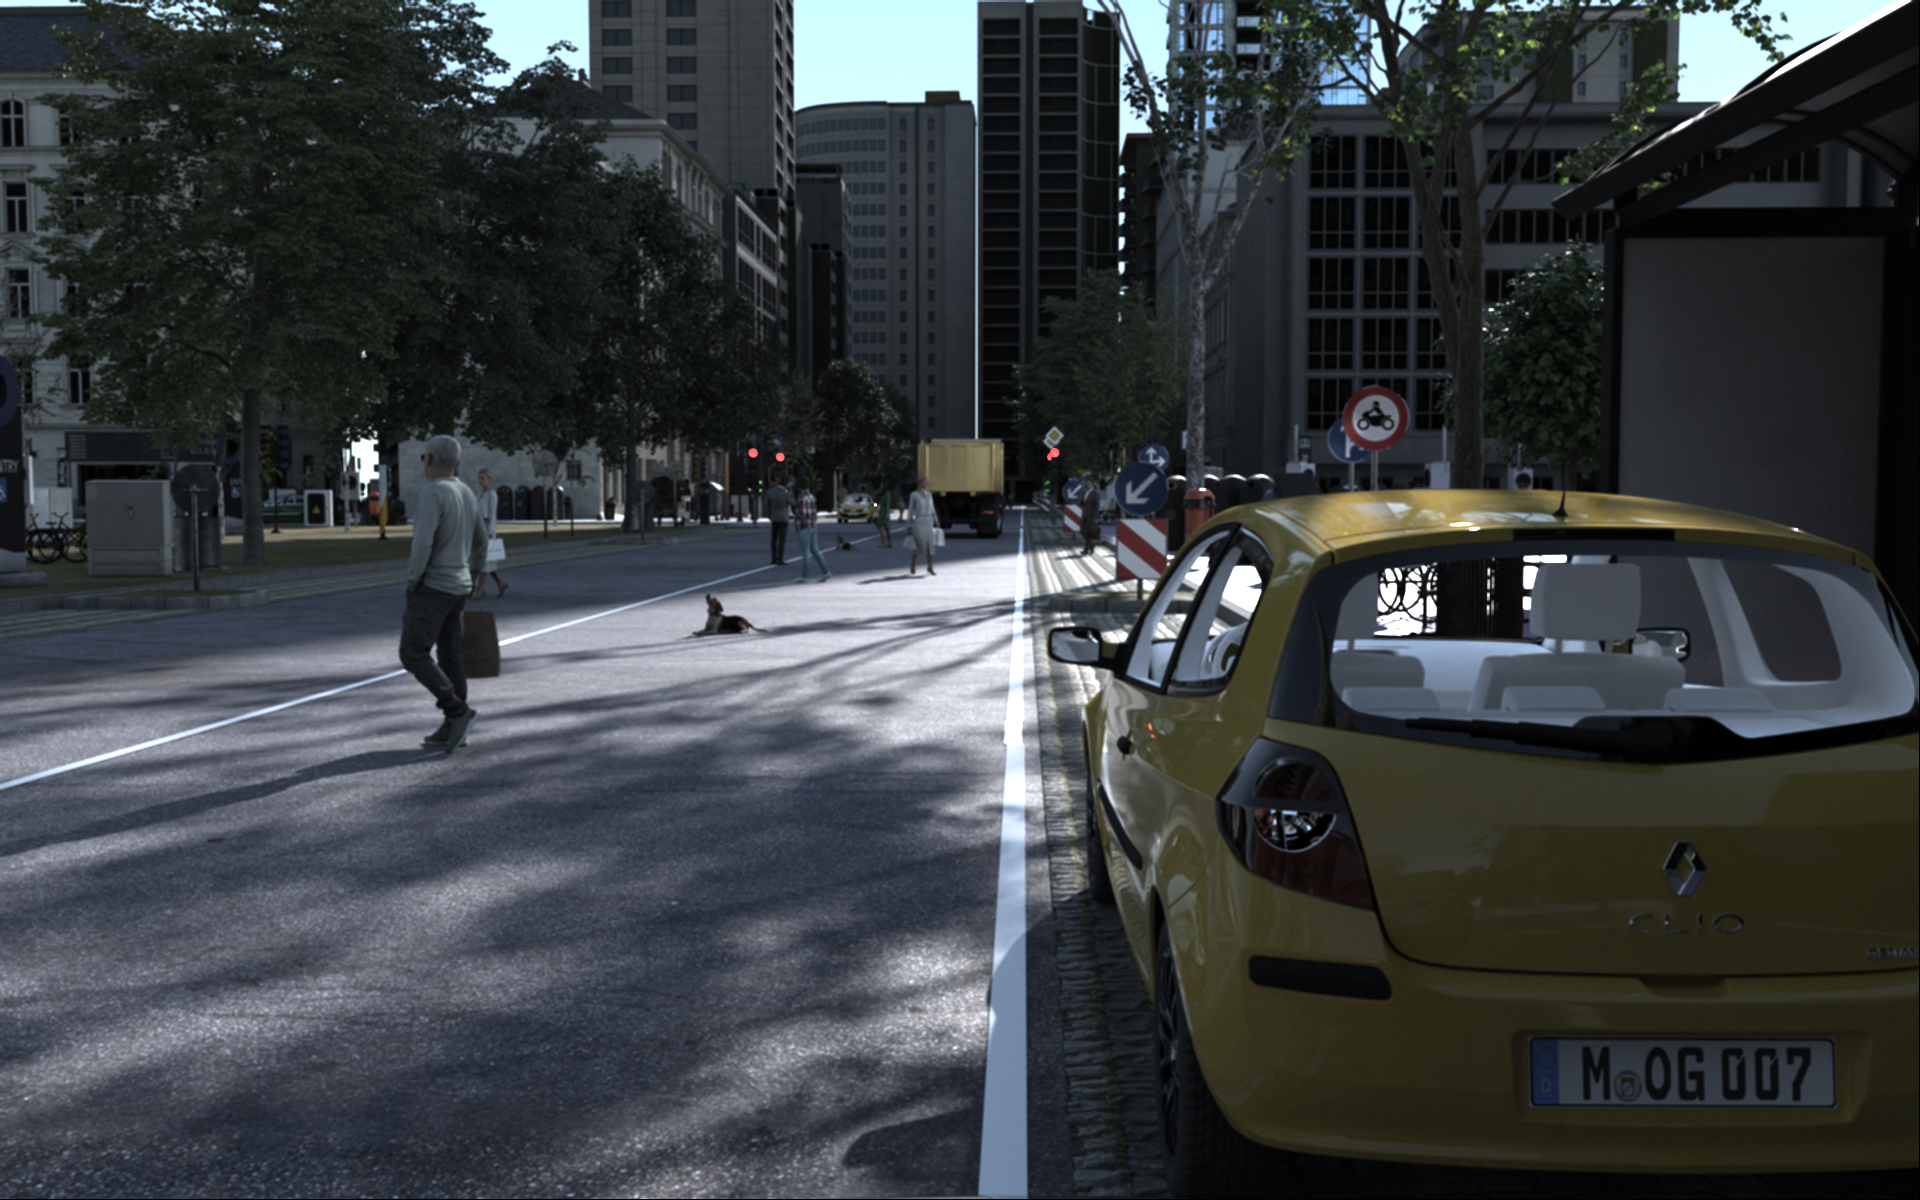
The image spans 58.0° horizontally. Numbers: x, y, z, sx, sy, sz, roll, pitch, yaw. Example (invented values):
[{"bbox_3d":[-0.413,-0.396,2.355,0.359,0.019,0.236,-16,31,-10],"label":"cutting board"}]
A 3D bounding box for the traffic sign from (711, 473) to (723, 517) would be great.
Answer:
[{"bbox_3d":[-11.937,-5.080,85.188,0.606,2.300,0.079,0,4,6],"label":"traffic sign"}]

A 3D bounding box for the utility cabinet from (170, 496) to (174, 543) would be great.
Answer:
[{"bbox_3d":[-20.823,-2.092,45.364,0.306,1.237,1.020,-2,4,-33],"label":"utility cabinet"}]

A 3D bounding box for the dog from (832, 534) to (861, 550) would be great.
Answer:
[{"bbox_3d":[-2.898,-1.469,44.212,0.748,0.427,0.550,0,4,-1],"label":"dog"}]

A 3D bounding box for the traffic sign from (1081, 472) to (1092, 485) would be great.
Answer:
[{"bbox_3d":[7.237,-6.000,98.202,0.768,2.556,0.104,0,4,8],"label":"traffic sign"}]

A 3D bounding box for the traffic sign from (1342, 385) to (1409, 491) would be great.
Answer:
[{"bbox_3d":[4.876,-1.241,20.392,0.768,2.556,0.104,0,4,6],"label":"traffic sign"}]

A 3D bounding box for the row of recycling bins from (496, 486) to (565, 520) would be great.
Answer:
[{"bbox_3d":[-21.043,-4.755,84.861,3.534,1.692,1.069,1,4,11],"label":"row of recycling bins"}]

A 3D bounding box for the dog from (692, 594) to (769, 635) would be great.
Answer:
[{"bbox_3d":[-2.355,0.145,17.814,0.748,0.427,0.550,0,4,1],"label":"dog"}]

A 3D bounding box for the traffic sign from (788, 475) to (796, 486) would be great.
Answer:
[{"bbox_3d":[-11.419,-7.109,116.338,0.768,2.556,0.104,0,4,8],"label":"traffic sign"}]

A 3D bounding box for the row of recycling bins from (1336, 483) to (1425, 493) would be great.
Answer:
[{"bbox_3d":[16.292,-3.595,65.890,3.534,1.692,1.069,3,4,37],"label":"row of recycling bins"}]

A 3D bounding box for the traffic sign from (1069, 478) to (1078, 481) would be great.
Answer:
[{"bbox_3d":[7.002,-6.395,106.689,0.606,2.300,0.079,0,4,2],"label":"traffic sign"}]

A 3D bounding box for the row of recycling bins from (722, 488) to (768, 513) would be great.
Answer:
[{"bbox_3d":[-14.835,-6.716,116.926,3.534,1.692,1.069,-2,4,-35],"label":"row of recycling bins"}]

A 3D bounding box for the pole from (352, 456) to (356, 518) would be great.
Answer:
[{"bbox_3d":[-32.171,-5.998,91.914,0.158,3.312,0.155,0,3,0],"label":"pole"}]

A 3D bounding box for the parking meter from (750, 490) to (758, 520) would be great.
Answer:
[{"bbox_3d":[-10.027,-4.650,84.432,0.372,1.533,0.369,0,3,0],"label":"parking meter"}]

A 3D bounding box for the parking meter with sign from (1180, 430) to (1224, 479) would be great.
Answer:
[{"bbox_3d":[6.877,-3.136,47.537,1.738,3.016,0.543,-2,4,-34],"label":"parking meter with sign"}]

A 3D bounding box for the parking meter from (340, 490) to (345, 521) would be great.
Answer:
[{"bbox_3d":[-29.295,-4.524,82.374,0.372,1.533,0.369,0,3,0],"label":"parking meter"}]

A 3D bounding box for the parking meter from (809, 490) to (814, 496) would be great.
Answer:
[{"bbox_3d":[-9.304,-6.109,108.290,0.372,1.533,0.369,0,3,0],"label":"parking meter"}]

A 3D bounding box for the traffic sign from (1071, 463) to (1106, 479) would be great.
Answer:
[{"bbox_3d":[8.361,-7.262,112.602,2.265,3.308,0.079,0,4,8],"label":"traffic sign"}]

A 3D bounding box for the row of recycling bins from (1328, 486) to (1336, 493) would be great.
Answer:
[{"bbox_3d":[18.641,-4.737,84.561,1.069,1.692,3.534,1,4,20],"label":"row of recycling bins"}]

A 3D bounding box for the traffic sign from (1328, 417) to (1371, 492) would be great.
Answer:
[{"bbox_3d":[6.308,-1.702,27.936,0.768,2.556,0.104,1,4,8],"label":"traffic sign"}]

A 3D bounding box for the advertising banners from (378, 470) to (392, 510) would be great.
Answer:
[{"bbox_3d":[-42.643,-8.115,128.867,0.090,3.025,2.074,1,4,16],"label":"advertising banners"}]

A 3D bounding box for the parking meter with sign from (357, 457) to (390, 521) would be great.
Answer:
[{"bbox_3d":[-27.698,-5.269,82.403,1.738,3.016,0.543,-1,4,-9],"label":"parking meter with sign"}]

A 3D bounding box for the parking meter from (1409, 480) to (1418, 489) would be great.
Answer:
[{"bbox_3d":[18.535,-3.988,70.907,0.399,1.863,0.255,1,4,22],"label":"parking meter"}]

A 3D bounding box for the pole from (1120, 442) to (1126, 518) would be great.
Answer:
[{"bbox_3d":[6.408,-4.547,68.194,0.158,3.312,0.155,0,3,0],"label":"pole"}]

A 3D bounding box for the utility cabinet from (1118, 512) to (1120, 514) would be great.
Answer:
[{"bbox_3d":[11.363,-6.705,120.786,1.020,1.237,0.306,0,4,1],"label":"utility cabinet"}]

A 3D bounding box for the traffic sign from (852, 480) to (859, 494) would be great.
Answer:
[{"bbox_3d":[-9.386,-9.394,153.697,0.768,2.556,0.104,0,4,4],"label":"traffic sign"}]

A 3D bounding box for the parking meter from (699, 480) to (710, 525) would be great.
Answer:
[{"bbox_3d":[-10.767,-4.115,72.985,0.255,1.863,0.399,2,4,33],"label":"parking meter"}]

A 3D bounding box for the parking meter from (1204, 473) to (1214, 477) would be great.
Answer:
[{"bbox_3d":[6.549,-2.461,45.956,0.399,1.863,0.255,2,4,24],"label":"parking meter"}]

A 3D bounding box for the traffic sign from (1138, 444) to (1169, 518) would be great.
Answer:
[{"bbox_3d":[4.897,-2.675,43.839,0.768,2.556,0.104,0,4,7],"label":"traffic sign"}]

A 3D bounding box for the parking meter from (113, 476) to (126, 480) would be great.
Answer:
[{"bbox_3d":[-27.886,-3.167,57.499,0.399,1.863,0.255,1,4,18],"label":"parking meter"}]

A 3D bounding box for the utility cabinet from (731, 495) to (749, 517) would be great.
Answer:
[{"bbox_3d":[-12.166,-5.171,95.714,1.020,1.237,0.306,2,4,30],"label":"utility cabinet"}]

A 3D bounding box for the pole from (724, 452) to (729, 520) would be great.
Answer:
[{"bbox_3d":[-11.410,-5.561,84.763,0.158,3.312,0.155,0,3,0],"label":"pole"}]

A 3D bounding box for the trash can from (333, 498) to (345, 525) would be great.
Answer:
[{"bbox_3d":[-25.467,-3.644,71.230,0.748,1.137,0.748,0,3,0],"label":"trash can"}]

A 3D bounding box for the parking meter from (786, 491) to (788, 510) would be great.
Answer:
[{"bbox_3d":[-10.380,-6.010,103.972,0.399,1.863,0.255,1,4,17],"label":"parking meter"}]

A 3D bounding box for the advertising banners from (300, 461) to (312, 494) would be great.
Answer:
[{"bbox_3d":[-35.369,-5.891,92.504,0.090,3.025,2.074,2,4,26],"label":"advertising banners"}]

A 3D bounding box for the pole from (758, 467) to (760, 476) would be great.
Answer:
[{"bbox_3d":[-15.225,-8.380,130.860,0.158,3.312,0.155,0,3,0],"label":"pole"}]

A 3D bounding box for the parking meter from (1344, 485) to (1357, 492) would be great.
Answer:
[{"bbox_3d":[10.757,-2.406,47.749,0.372,1.533,0.369,0,3,0],"label":"parking meter"}]

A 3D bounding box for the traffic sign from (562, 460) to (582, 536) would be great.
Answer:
[{"bbox_3d":[-11.717,-3.067,52.277,0.606,2.300,0.079,0,4,6],"label":"traffic sign"}]

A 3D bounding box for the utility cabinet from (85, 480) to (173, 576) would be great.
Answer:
[{"bbox_3d":[-12.934,-1.117,26.948,1.173,1.500,0.318,0,4,-3],"label":"utility cabinet"}]

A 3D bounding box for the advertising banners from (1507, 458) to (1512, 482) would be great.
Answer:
[{"bbox_3d":[26.006,-5.179,80.859,0.090,3.025,2.074,-1,4,-10],"label":"advertising banners"}]

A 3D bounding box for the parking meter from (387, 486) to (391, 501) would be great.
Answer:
[{"bbox_3d":[-43.020,-7.635,130.541,0.255,1.863,0.399,-1,4,-22],"label":"parking meter"}]

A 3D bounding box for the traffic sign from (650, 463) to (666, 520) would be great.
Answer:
[{"bbox_3d":[-12.199,-4.281,70.098,0.768,2.556,0.104,1,4,9],"label":"traffic sign"}]

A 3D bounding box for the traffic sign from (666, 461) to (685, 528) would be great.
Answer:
[{"bbox_3d":[-10.920,-4.052,66.359,0.768,2.556,0.104,1,4,11],"label":"traffic sign"}]

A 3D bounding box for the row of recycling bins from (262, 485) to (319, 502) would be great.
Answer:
[{"bbox_3d":[-32.644,-4.667,83.421,3.534,1.692,1.069,-3,5,-41],"label":"row of recycling bins"}]

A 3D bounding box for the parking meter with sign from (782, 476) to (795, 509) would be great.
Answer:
[{"bbox_3d":[-14.592,-9.336,148.902,1.738,3.016,0.543,-2,4,-30],"label":"parking meter with sign"}]

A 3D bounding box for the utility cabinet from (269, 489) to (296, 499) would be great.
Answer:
[{"bbox_3d":[-31.605,-4.414,80.846,1.173,1.500,0.318,0,4,7],"label":"utility cabinet"}]

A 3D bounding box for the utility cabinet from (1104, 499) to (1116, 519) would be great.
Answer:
[{"bbox_3d":[7.242,-4.761,86.520,1.173,1.500,0.318,-3,5,-40],"label":"utility cabinet"}]

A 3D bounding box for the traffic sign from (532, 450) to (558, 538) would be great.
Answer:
[{"bbox_3d":[-11.985,-3.054,50.037,0.768,2.556,0.104,0,4,8],"label":"traffic sign"}]

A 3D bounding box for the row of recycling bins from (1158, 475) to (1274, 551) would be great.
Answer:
[{"bbox_3d":[5.707,-1.916,38.439,1.069,1.692,3.534,-2,4,-34],"label":"row of recycling bins"}]
